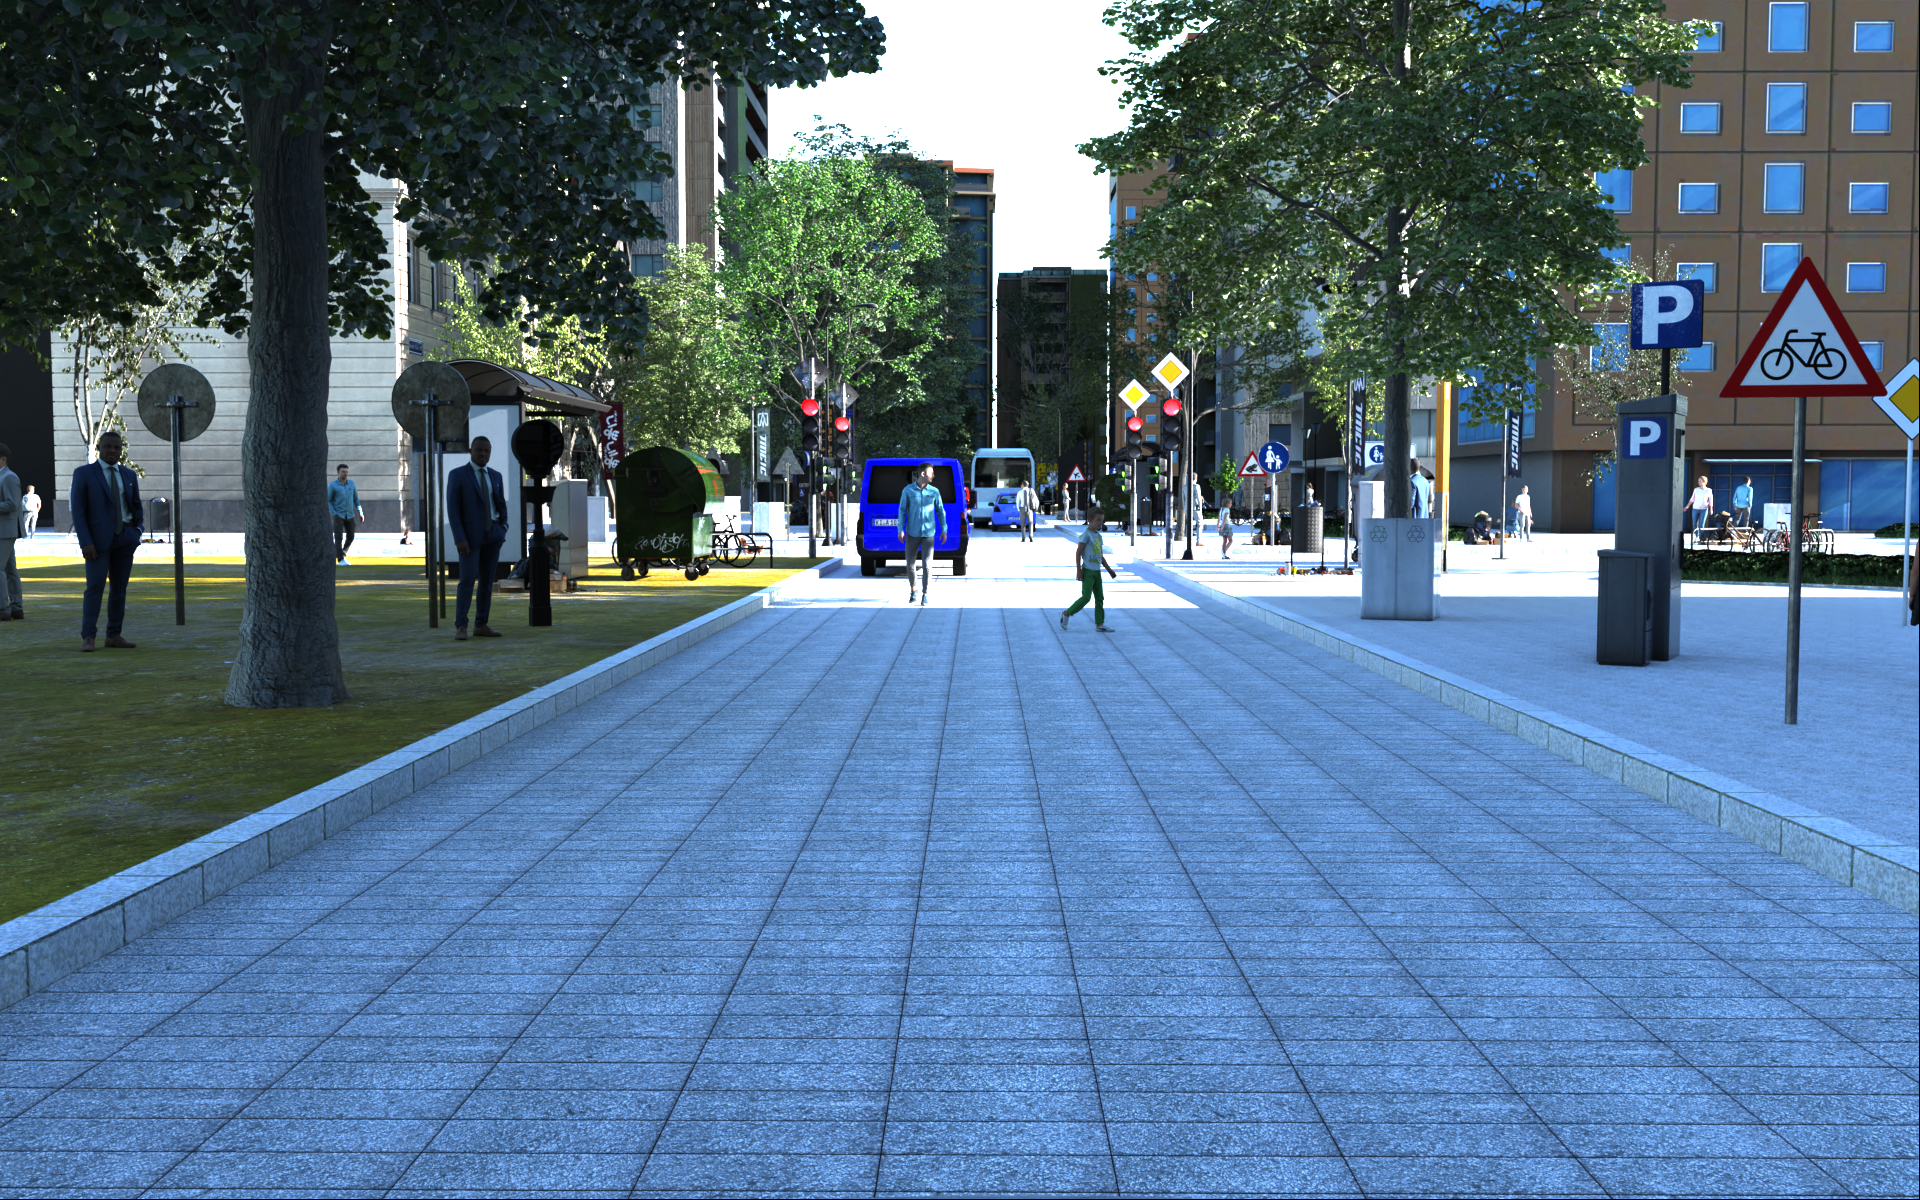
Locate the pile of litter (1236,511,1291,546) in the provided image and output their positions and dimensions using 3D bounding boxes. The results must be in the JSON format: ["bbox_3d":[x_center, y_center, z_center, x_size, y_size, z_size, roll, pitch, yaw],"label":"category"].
[{"bbox_3d":[7.844,-1.811,43.578,1.719,0.858,1.176,2,4,32],"label":"pile of litter"}]

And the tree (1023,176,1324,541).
[{"bbox_3d":[6.324,-6.887,47.011,7.601,10.594,8.767,1,4,13],"label":"tree"}]

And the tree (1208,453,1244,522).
[{"bbox_3d":[12.615,-5.298,81.221,1.663,3.219,1.824,0,3,0],"label":"tree"}]

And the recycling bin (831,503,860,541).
[{"bbox_3d":[-3.056,-2.142,47.570,0.722,1.027,0.722,3,5,44],"label":"recycling bin"}]

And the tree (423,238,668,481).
[{"bbox_3d":[-10.466,-5.708,43.687,4.737,8.622,4.395,0,3,0],"label":"tree"}]

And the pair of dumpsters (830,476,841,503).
[{"bbox_3d":[-5.665,-4.901,82.619,1.574,2.255,4.437,0,4,1],"label":"pair of dumpsters"}]

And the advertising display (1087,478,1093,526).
[{"bbox_3d":[5.268,-3.982,70.312,0.123,1.923,0.974,0,4,-2],"label":"advertising display"}]

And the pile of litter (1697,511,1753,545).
[{"bbox_3d":[19.420,-1.816,43.652,1.719,0.858,1.176,0,4,5],"label":"pile of litter"}]

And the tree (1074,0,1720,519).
[{"bbox_3d":[5.263,-6.300,21.128,7.486,12.596,7.792,0,3,0],"label":"tree"}]

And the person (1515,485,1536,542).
[{"bbox_3d":[15.114,-2.305,46.326,0.523,1.515,0.503,3,4,36],"label":"person"}]

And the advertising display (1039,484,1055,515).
[{"bbox_3d":[5.305,-6.118,105.247,0.974,1.923,0.123,0,4,-7],"label":"advertising display"}]

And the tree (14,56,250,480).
[{"bbox_3d":[-12.963,-4.639,26.210,4.360,8.622,3.978,0,3,0],"label":"tree"}]

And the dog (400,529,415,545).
[{"bbox_3d":[-13.943,-1.597,43.851,0.550,0.427,0.748,0,4,7],"label":"dog"}]

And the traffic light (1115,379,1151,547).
[{"bbox_3d":[4.227,-3.266,42.318,0.839,4.253,0.868,0,4,1],"label":"traffic light"}]

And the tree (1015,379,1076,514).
[{"bbox_3d":[5.590,-9.702,108.984,4.737,8.622,4.395,0,3,0],"label":"tree"}]

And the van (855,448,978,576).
[{"bbox_3d":[-0.790,-1.690,32.012,2.240,2.365,5.245,0,4,1],"label":"van"}]

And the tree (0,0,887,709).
[{"bbox_3d":[-4.174,-6.344,10.375,9.857,13.997,8.962,0,3,0],"label":"tree"}]

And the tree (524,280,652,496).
[{"bbox_3d":[-12.571,-6.631,58.773,4.360,8.622,3.978,0,3,0],"label":"tree"}]

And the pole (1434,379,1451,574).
[{"bbox_3d":[7.719,-2.072,27.721,0.158,3.312,0.155,0,3,0],"label":"pole"}]

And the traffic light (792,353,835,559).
[{"bbox_3d":[-2.920,-2.781,34.394,0.839,4.253,0.868,0,4,1],"label":"traffic light"}]

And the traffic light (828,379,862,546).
[{"bbox_3d":[-2.834,-3.270,42.378,0.839,4.253,0.868,0,4,1],"label":"traffic light"}]

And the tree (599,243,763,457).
[{"bbox_3d":[-12.523,-9.781,78.049,7.486,12.596,7.792,0,3,0],"label":"tree"}]

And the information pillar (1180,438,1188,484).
[{"bbox_3d":[9.342,-4.929,71.938,0.183,3.616,0.504,-3,5,-40],"label":"information pillar"}]

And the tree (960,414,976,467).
[{"bbox_3d":[-1.791,-16.312,184.824,7.486,12.596,7.792,0,3,0],"label":"tree"}]

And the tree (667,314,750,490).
[{"bbox_3d":[-11.171,-7.332,70.244,4.737,8.622,4.395,0,3,0],"label":"tree"}]

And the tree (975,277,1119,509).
[{"bbox_3d":[7.617,-17.922,148.913,12.611,20.169,13.585,0,3,0],"label":"tree"}]

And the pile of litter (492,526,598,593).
[{"bbox_3d":[-5.595,-0.543,22.841,1.719,0.858,1.176,3,4,38],"label":"pile of litter"}]

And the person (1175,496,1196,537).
[{"bbox_3d":[6.850,-2.788,51.398,0.755,1.850,0.659,-3,5,-43],"label":"person"}]

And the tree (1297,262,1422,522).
[{"bbox_3d":[12.379,-6.377,54.630,4.737,8.622,4.395,0,3,0],"label":"tree"}]

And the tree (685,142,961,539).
[{"bbox_3d":[-4.119,-7.623,50.384,9.928,11.665,9.643,0,3,0],"label":"tree"}]

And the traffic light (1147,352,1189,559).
[{"bbox_3d":[4.141,-2.778,34.334,0.839,4.253,0.868,0,4,1],"label":"traffic light"}]

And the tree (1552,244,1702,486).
[{"bbox_3d":[20.070,-6.192,51.608,4.360,8.622,3.978,0,3,0],"label":"tree"}]

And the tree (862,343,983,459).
[{"bbox_3d":[-2.643,-10.283,102.545,8.767,10.594,7.601,1,4,9],"label":"tree"}]

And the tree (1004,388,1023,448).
[{"bbox_3d":[7.124,-12.150,133.068,8.767,10.594,7.601,3,5,45],"label":"tree"}]

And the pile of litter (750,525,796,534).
[{"bbox_3d":[-6.006,-2.532,55.362,1.719,0.858,1.176,-1,4,-22],"label":"pile of litter"}]

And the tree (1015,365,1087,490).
[{"bbox_3d":[5.440,-8.971,97.046,4.360,8.622,3.978,0,3,0],"label":"tree"}]

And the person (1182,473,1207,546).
[{"bbox_3d":[5.763,-2.242,42.801,0.635,1.810,0.391,3,5,41],"label":"person"}]

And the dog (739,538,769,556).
[{"bbox_3d":[-4.392,-1.069,36.772,0.406,0.507,0.540,3,5,41],"label":"dog"}]

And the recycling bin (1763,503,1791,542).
[{"bbox_3d":[21.949,-2.062,46.263,0.722,1.027,0.722,3,5,43],"label":"recycling bin"}]

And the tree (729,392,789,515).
[{"bbox_3d":[-12.373,-9.395,103.972,4.360,8.622,3.978,0,3,0],"label":"tree"}]

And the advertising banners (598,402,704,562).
[{"bbox_3d":[-5.861,-2.237,32.758,2.074,3.025,0.090,0,4,8],"label":"advertising banners"}]

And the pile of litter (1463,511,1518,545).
[{"bbox_3d":[13.531,-1.841,44.064,1.719,0.858,1.176,-1,4,-21],"label":"pile of litter"}]

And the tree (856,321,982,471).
[{"bbox_3d":[-3.242,-11.970,112.718,9.611,12.733,9.660,0,3,0],"label":"tree"}]

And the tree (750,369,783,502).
[{"bbox_3d":[-11.595,-8.925,96.286,4.737,8.622,4.395,0,3,0],"label":"tree"}]

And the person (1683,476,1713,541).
[{"bbox_3d":[19.103,-2.331,44.826,0.731,1.740,0.598,2,4,29],"label":"person"}]

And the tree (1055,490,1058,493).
[{"bbox_3d":[6.590,-7.376,115.203,1.663,3.219,1.824,0,3,0],"label":"tree"}]

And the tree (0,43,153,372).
[{"bbox_3d":[-11.871,-4.308,20.802,4.737,8.622,4.395,0,3,0],"label":"tree"}]

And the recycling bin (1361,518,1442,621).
[{"bbox_3d":[4.565,-0.327,17.900,0.722,1.027,0.722,1,4,22],"label":"recycling bin"}]

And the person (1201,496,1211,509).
[{"bbox_3d":[16.327,-6.394,116.077,1.012,1.151,0.738,0,4,8],"label":"person"}]

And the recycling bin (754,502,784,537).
[{"bbox_3d":[-5.813,-2.436,52.389,0.722,1.027,0.722,2,4,33],"label":"recycling bin"}]
